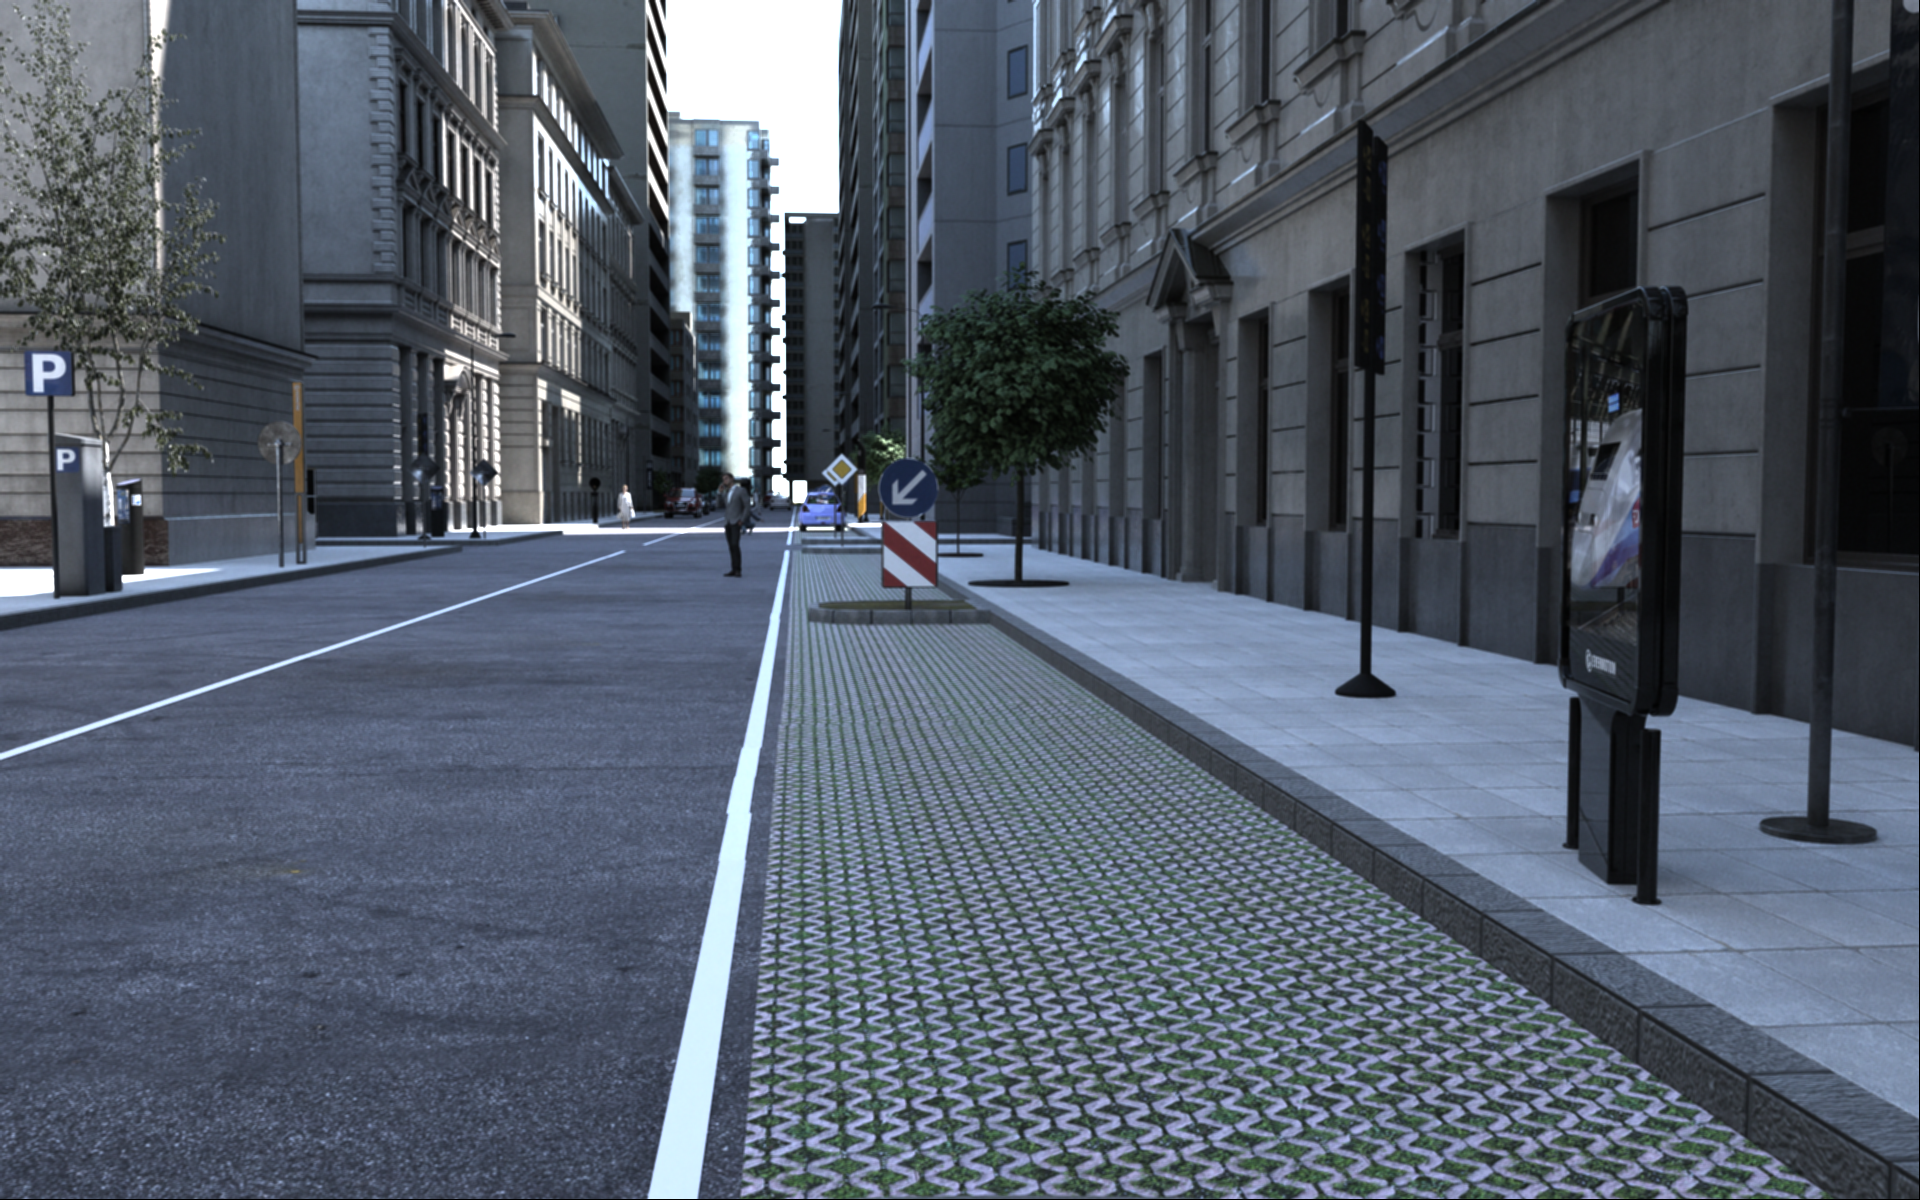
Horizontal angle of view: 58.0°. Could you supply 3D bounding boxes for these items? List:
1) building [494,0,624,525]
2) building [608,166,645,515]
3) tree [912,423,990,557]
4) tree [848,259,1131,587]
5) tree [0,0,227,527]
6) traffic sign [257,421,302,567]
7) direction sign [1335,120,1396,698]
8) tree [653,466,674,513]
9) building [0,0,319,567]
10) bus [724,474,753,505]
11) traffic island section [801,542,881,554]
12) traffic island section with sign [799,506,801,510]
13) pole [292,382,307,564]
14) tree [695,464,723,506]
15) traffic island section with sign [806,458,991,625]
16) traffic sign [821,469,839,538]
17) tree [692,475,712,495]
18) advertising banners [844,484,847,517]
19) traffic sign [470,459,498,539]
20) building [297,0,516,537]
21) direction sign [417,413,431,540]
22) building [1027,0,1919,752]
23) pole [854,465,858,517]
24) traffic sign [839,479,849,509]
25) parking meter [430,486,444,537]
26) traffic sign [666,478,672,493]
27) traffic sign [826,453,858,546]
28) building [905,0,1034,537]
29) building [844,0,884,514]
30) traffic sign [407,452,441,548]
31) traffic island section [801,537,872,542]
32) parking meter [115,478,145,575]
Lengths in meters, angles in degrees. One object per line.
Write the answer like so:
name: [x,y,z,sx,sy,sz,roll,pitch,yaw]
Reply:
building: [-25.907,-15.355,84.338,16.112,22.955,30.059,0,4,-5]
building: [-26.265,-17.160,109.441,11.050,23.489,19.941,0,4,-5]
tree: [-0.169,-2.506,35.582,1.663,3.219,1.824,0,3,0]
tree: [0.762,-2.487,24.375,4.285,4.588,4.351,0,3,0]
tree: [-12.581,-4.580,25.242,4.360,8.622,3.978,0,3,0]
traffic sign: [-11.892,-1.846,30.283,0.768,2.556,0.104,0,4,-1]
direction sign: [2.593,-1.161,10.973,0.379,3.537,0.876,2,4,23]
tree: [-20.355,-7.580,118.532,1.663,3.219,1.824,0,3,0]
building: [-23.523,-10.361,34.030,19.286,19.102,10.561,0,4,-5]
bus: [-23.242,-11.439,181.893,2.948,3.499,13.247,0,4,-7]
traffic island section: [-2.866,-1.236,42.497,2.009,0.180,2.903,0,4,-5]
traffic island section with sign: [-5.966,-4.093,75.550,1.989,1.847,2.006,0,4,-5]
pole: [-12.086,-2.315,31.700,0.158,3.312,0.155,0,3,0]
tree: [-27.047,-12.465,187.519,4.285,4.588,4.351,0,3,0]
traffic island section with sign: [-0.740,-0.685,19.829,1.989,1.847,2.006,0,4,-5]
traffic sign: [-3.634,-2.858,50.368,0.795,2.450,0.064,0,4,-5]
tree: [-26.725,-11.376,180.592,1.663,3.219,1.824,0,3,0]
advertising banners: [-6.595,-6.304,99.251,0.090,3.025,2.074,0,4,-7]
traffic sign: [-13.587,-2.802,49.460,0.795,2.450,0.064,0,4,-5]
building: [-22.387,-14.111,59.587,11.050,23.489,19.941,0,4,-5]
direction sign: [-15.130,-3.475,48.821,0.379,3.537,0.876,-2,4,-33]
building: [11.561,-14.905,20.108,17.030,29.872,44.131,0,4,-5]
pole: [-5.835,-6.331,97.357,0.158,3.312,0.155,0,3,0]
traffic sign: [-7.281,-6.578,107.660,0.768,2.556,0.104,0,4,3]
parking meter: [-15.633,-2.654,51.803,0.372,1.533,0.369,0,3,0]
traffic sign: [-20.288,-7.260,119.891,0.795,2.450,0.064,0,4,-5]
traffic sign: [-2.889,-2.372,42.418,0.795,2.450,0.064,0,4,-5]
building: [12.703,-31.671,59.827,28.212,58.520,21.231,0,4,-5]
building: [2.669,-41.374,114.718,20.563,71.187,20.611,0,4,-5]
traffic sign: [-12.842,-2.316,41.509,0.795,2.450,0.064,0,4,-5]
traffic island section: [-3.611,-1.723,50.447,2.009,0.180,2.903,0,4,-5]
parking meter: [-13.135,-1.163,27.421,0.372,1.533,0.369,0,3,0]
